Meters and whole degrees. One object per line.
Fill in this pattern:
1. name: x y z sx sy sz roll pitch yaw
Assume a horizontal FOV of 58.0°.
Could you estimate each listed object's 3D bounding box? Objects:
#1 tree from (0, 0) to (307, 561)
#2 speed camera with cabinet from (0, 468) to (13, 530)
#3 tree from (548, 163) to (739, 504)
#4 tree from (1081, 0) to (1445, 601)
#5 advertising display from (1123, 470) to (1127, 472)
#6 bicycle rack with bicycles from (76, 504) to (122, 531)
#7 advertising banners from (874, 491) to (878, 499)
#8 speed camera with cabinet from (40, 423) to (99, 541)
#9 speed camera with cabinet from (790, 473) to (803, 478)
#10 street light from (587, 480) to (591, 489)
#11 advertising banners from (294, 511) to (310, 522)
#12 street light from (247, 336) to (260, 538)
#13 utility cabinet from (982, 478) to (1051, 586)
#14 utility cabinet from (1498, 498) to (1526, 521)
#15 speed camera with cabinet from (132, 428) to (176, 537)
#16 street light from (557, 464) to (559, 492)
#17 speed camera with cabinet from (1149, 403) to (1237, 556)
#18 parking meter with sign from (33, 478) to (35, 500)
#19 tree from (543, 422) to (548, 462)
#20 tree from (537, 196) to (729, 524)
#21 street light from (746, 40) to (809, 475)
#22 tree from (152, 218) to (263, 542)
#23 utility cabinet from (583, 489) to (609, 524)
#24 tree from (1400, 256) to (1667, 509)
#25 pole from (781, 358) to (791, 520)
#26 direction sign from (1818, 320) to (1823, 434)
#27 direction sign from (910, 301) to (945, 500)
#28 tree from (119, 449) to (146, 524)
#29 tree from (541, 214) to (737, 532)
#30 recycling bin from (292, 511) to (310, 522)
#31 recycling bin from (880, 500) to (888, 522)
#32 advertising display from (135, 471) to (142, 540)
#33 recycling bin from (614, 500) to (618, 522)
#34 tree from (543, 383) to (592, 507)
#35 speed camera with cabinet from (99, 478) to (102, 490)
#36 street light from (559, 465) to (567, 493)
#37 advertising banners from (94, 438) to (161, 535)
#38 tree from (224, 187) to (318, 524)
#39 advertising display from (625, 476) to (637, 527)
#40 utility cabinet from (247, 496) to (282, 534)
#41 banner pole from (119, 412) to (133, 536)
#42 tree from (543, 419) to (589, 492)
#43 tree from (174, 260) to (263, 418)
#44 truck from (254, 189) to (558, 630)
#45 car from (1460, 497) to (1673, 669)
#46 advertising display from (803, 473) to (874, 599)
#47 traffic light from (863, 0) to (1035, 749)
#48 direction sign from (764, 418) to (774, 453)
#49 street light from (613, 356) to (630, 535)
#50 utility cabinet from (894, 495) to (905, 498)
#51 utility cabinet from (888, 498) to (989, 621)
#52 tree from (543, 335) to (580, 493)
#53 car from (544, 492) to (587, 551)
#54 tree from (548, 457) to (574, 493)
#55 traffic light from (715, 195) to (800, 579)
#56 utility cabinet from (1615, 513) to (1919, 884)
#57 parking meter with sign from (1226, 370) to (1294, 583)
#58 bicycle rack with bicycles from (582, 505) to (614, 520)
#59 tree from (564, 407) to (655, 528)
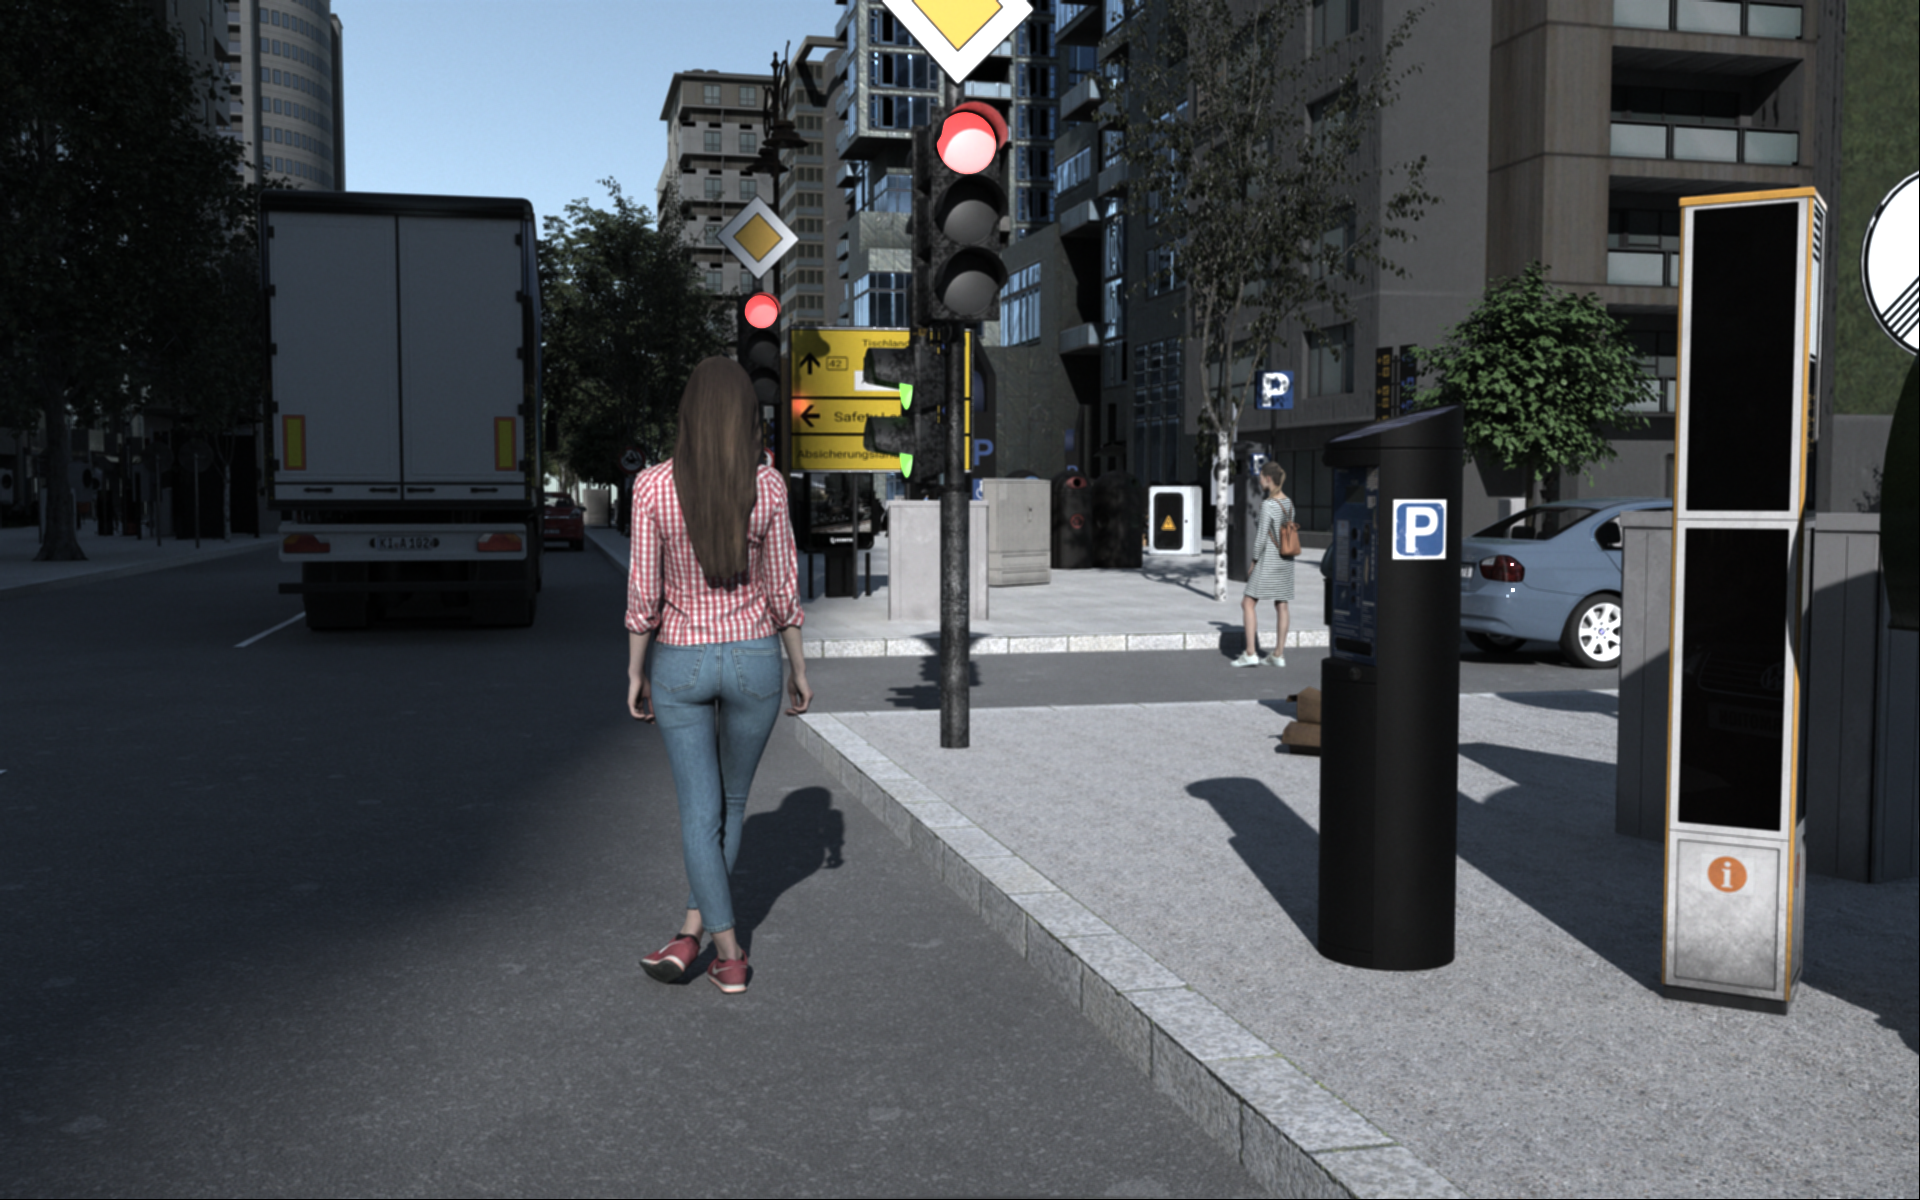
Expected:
1. tree: -17.503 -7.109 33.240 9.611 12.733 9.660 0 3 0
2. speed camera with cabinet: -34.363 -4.087 61.160 0.660 3.252 2.038 0 4 7
3. tree: -6.995 -5.433 39.189 4.360 8.622 3.978 0 3 0
4. tree: 3.375 -4.303 20.723 4.360 8.622 3.978 0 3 0
5. advertising display: 4.479 -2.586 47.490 0.123 1.923 0.974 1 4 10
6. bicycle rack with bicycles: -30.672 -2.910 60.965 2.852 0.926 2.925 -1 4 -15
7. advertising banners: -4.233 -4.345 67.230 2.074 3.025 0.090 0 4 -5
8. speed camera with cabinet: -24.714 -3.275 47.881 0.660 3.252 2.038 0 4 -3
9. speed camera with cabinet: -5.993 -4.275 64.240 0.660 3.252 2.038 0 4 2
10. street light: -19.729 -7.270 91.655 0.468 5.910 1.993 -1 4 -14
11. advertising banners: -29.374 -4.938 76.919 0.090 3.025 2.074 -3 5 -42
12. street light: -20.603 -4.757 50.571 0.468 5.910 1.993 -1 4 -14
13. utility cabinet: 0.809 -0.955 24.285 0.318 1.500 1.173 3 5 40
14. utility cabinet: 9.603 -1.162 30.160 0.306 1.237 1.020 0 4 6
15. speed camera with cabinet: -24.175 -3.547 52.335 0.660 3.252 2.038 0 4 6
16. street light: -48.308 -14.457 209.151 0.468 5.910 1.993 -1 4 -14
17. speed camera with cabinet: 4.942 -2.534 35.768 2.038 3.252 0.660 2 4 29
18. parking meter with sign: -40.544 -4.974 77.586 1.738 3.016 0.543 -1 4 -23
19. tree: -27.801 -10.611 123.857 4.360 8.622 3.978 0 3 0
20. tree: -14.433 -10.258 74.380 9.857 13.997 8.962 0 3 0
21. street light: -1.928 -2.782 18.274 0.468 5.910 1.993 -1 4 -14
22. tree: -19.482 -5.845 45.932 4.360 8.622 3.978 0 3 0
23. utility cabinet: -15.530 -3.991 73.936 0.318 1.500 1.173 3 4 38
24. tree: 7.911 -2.452 23.810 4.285 4.588 4.351 0 3 0
25. pole: -2.654 -1.972 26.079 0.158 3.312 0.155 0 3 0
26. direction sign: 10.806 -1.864 22.472 0.876 3.537 0.379 -1 4 -21
27. direction sign: -0.287 -1.704 19.862 0.379 3.537 0.876 -3 5 -41
28. tree: -35.329 -4.889 74.533 1.663 3.219 1.824 0 3 0
29. tree: -11.526 -7.594 58.578 8.767 10.594 7.601 -1 4 -14
30. recycling bin: -30.664 -4.177 80.842 0.722 1.027 0.722 0 4 8
31. recycling bin: -2.810 -3.552 70.627 0.722 1.027 0.722 -2 4 -28
32. advertising display: -23.238 -2.677 48.983 0.123 1.923 0.974 -2 4 -26
33. recycling bin: -15.323 -4.064 79.007 0.722 1.027 0.722 -2 4 -31
34. tree: -31.557 -13.224 141.969 9.928 11.665 9.643 0 3 0
35. speed camera with cabinet: -39.166 -5.035 76.659 2.038 3.252 0.660 -3 5 -45
36. street light: -39.574 -12.270 173.396 0.468 5.910 1.993 -1 4 -14
37. advertising banners: -25.754 -3.514 53.640 2.074 3.025 0.090 0 4 -3
38. tree: -26.602 -9.795 70.512 12.009 13.543 11.850 0 3 0
39. advertising display: -11.858 -3.534 62.993 0.974 1.923 0.123 -1 4 -12
40. utility cabinet: -22.444 -2.734 55.861 1.020 1.237 0.306 -2 4 -24
41. banner pole: -25.430 -3.844 52.873 0.401 3.779 0.863 -3 5 -44
42. tree: -52.628 -19.041 228.319 9.611 12.733 9.660 0 3 0
43. tree: -23.715 -7.709 60.453 7.601 10.594 8.767 0 4 -7
44. truck: -6.487 -2.002 21.644 2.839 4.237 11.283 -1 4 -13
45. car: 6.275 -0.198 15.246 4.499 1.417 2.014 -1 4 -14
46. advertising display: -1.500 -0.996 21.503 0.974 1.923 0.123 -3 4 -37
47. traffic light: -0.045 -1.208 8.679 0.839 4.253 0.868 -1 4 -14
48. direction sign: -5.730 -3.664 51.899 0.379 3.537 0.876 -3 4 -37
49. street light: -10.481 -4.948 53.688 0.468 5.910 1.993 -1 4 -14
50. utility cabinet: -2.723 -4.410 83.272 0.306 1.237 1.020 3 5 39
51. utility cabinet: -0.222 -0.398 17.673 1.020 1.237 0.306 0 4 -2
52. tree: -43.849 -20.833 196.513 12.611 20.169 13.585 0 3 0
53. car: -10.722 -2.185 44.761 2.155 1.783 4.494 -1 4 -15
54. tree: -49.847 -16.299 216.850 4.737 8.622 4.395 0 3 0
55. traffic light: -1.931 -1.683 16.439 0.839 4.253 0.868 -1 4 -14
56. utility cabinet: 2.859 0.306 6.162 0.306 1.237 1.020 -2 4 -31
57. parking meter with sign: 4.312 -1.778 25.324 0.543 3.016 1.738 -1 4 -8
58. bicycle rack with bicycles: -17.013 -4.336 84.281 2.925 0.926 2.852 -3 4 -37
59. tree: -13.266 -5.010 65.634 4.285 4.588 4.351 0 3 0
